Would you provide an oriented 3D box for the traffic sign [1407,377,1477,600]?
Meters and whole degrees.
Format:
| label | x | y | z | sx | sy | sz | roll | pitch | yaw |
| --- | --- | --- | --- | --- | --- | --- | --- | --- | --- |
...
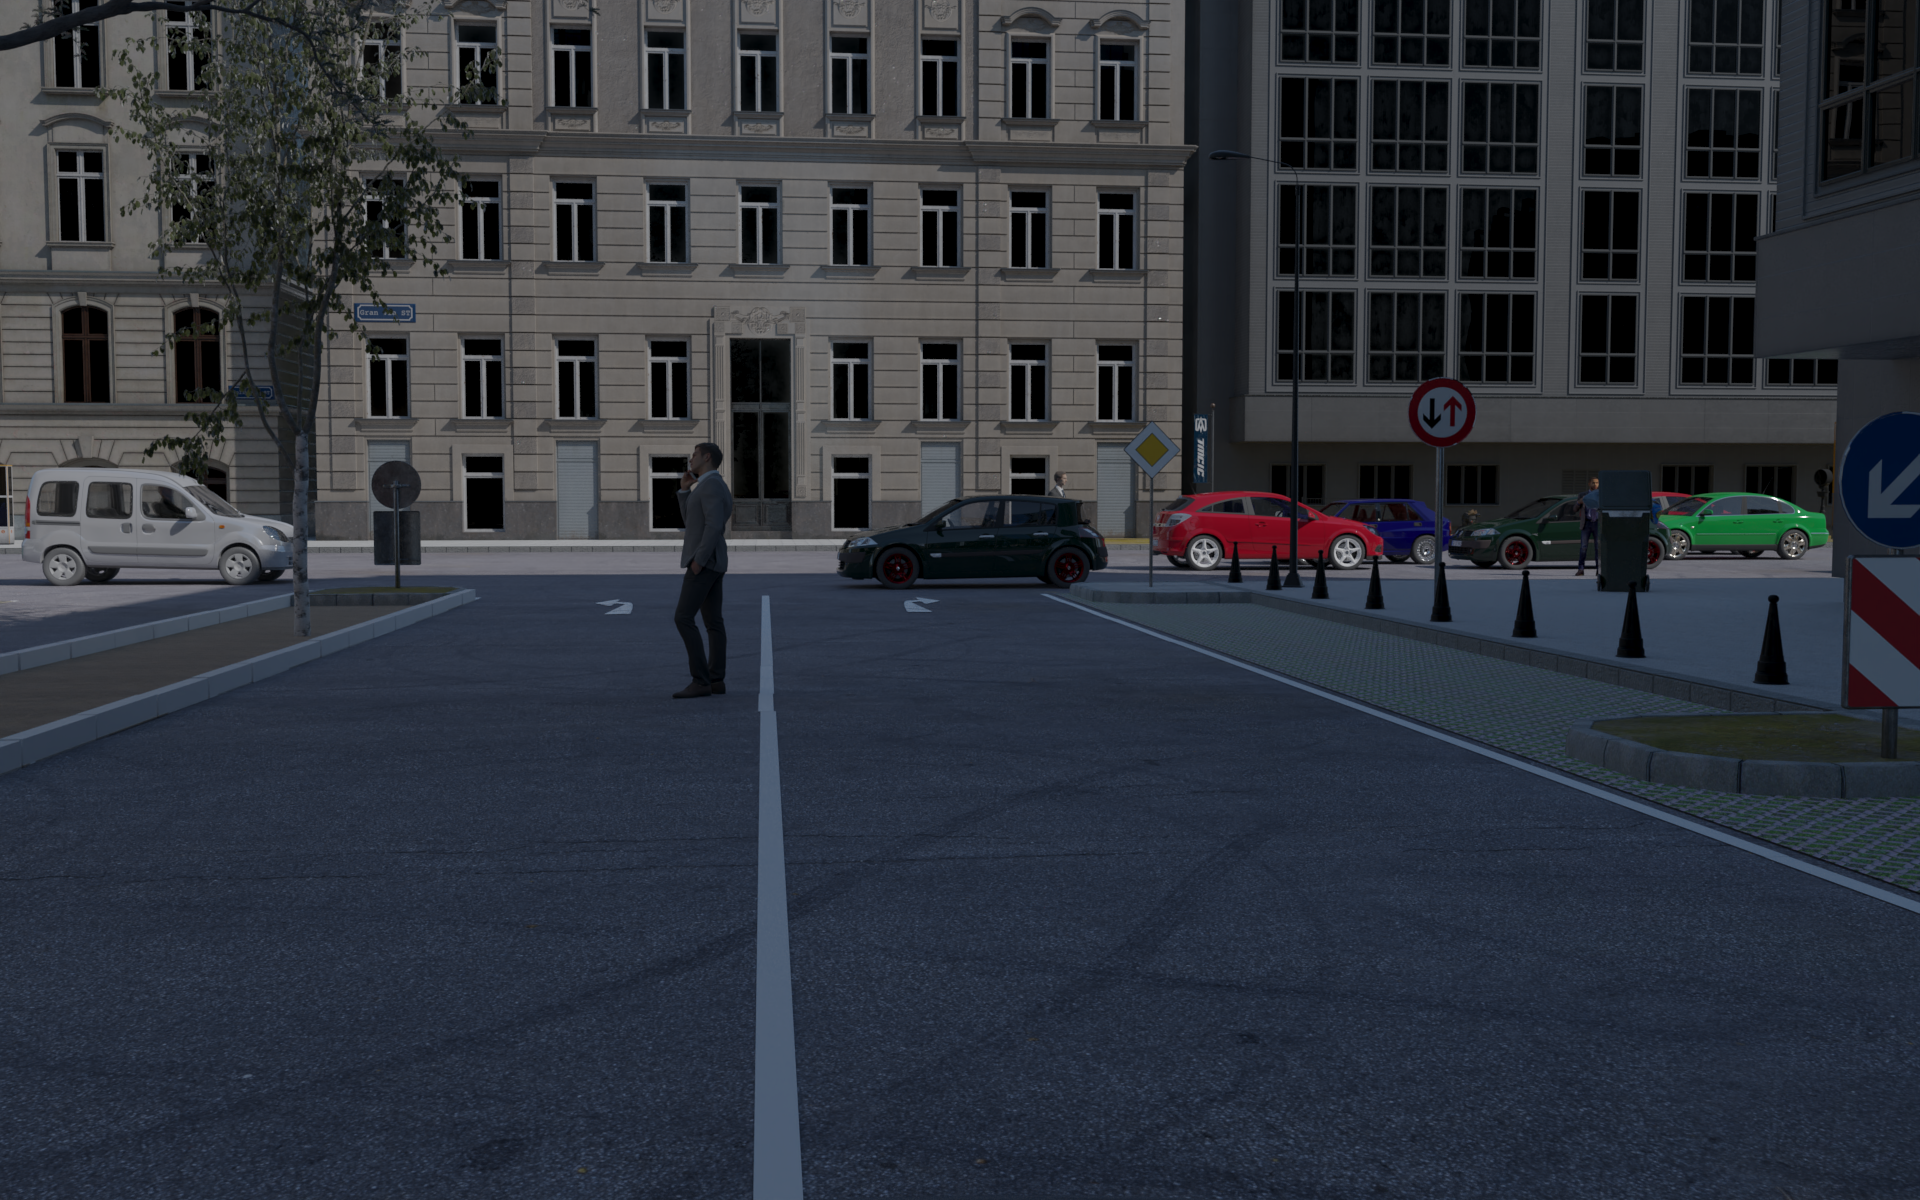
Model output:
| label | x | y | z | sx | sy | sz | roll | pitch | yaw |
| --- | --- | --- | --- | --- | --- | --- | --- | --- | --- |
| traffic sign | 5.244 | -1.152 | 18.942 | 0.768 | 2.556 | 0.104 | 0 | 4 | -3 |

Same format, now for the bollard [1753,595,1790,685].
| label | x | y | z | sx | sy | sz | roll | pitch | yaw |
| --- | --- | --- | --- | --- | --- | --- | --- | --- | --- |
| bollard | 5.498 | 0.264 | 11.720 | 0.229 | 0.601 | 0.229 | 0 | 3 | 0 |

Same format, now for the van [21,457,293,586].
| label | x | y | z | sx | sy | sz | roll | pitch | yaw |
| --- | --- | --- | --- | --- | --- | --- | --- | --- | --- |
| van | -12.686 | -1.271 | 27.792 | 4.112 | 2.044 | 2.013 | 0 | 4 | -6 |

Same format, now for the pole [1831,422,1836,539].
| label | x | y | z | sx | sy | sz | roll | pitch | yaw |
| --- | --- | --- | --- | --- | --- | --- | --- | --- | --- |
| pole | 24.793 | -3.373 | 48.987 | 0.158 | 3.312 | 0.155 | 0 | 3 | 0 |

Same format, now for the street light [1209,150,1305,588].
| label | x | y | z | sx | sy | sz | roll | pitch | yaw |
| --- | --- | --- | --- | --- | --- | --- | --- | --- | --- |
| street light | 4.055 | -3.125 | 23.642 | 1.470 | 5.913 | 1.316 | 0 | 4 | -6 |

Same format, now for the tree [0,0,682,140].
| label | x | y | z | sx | sy | sz | roll | pitch | yaw |
| --- | --- | --- | --- | --- | --- | --- | --- | --- | --- |
| tree | -5.782 | -5.839 | 8.292 | 12.009 | 13.543 | 11.850 | 0 | 3 | 0 |

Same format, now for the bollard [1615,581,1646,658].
| label | x | y | z | sx | sy | sz | roll | pitch | yaw |
| --- | --- | --- | --- | --- | --- | --- | --- | --- | --- |
| bollard | 5.282 | 0.148 | 13.620 | 0.229 | 0.601 | 0.229 | 0 | 3 | 0 |

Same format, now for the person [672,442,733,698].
| label | x | y | z | sx | sy | sz | roll | pitch | yaw |
| --- | --- | --- | --- | --- | --- | --- | --- | --- | --- |
| person | -1.846 | -0.224 | 12.348 | 0.473 | 1.802 | 0.592 | 1 | 4 | 12 |

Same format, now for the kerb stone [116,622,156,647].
| label | x | y | z | sx | sy | sz | roll | pitch | yaw |
| --- | --- | --- | --- | --- | --- | --- | --- | --- | --- |
| kerb stone | -7.932 | 0.347 | 16.514 | 0.120 | 0.150 | 1.000 | 0 | 4 | -6 |

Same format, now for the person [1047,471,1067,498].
| label | x | y | z | sx | sy | sz | roll | pitch | yaw |
| --- | --- | --- | --- | --- | --- | --- | --- | --- | --- |
| person | 1.821 | -1.410 | 31.338 | 0.755 | 1.850 | 0.659 | 2 | 4 | 25 |

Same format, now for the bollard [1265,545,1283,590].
| label | x | y | z | sx | sy | sz | roll | pitch | yaw |
| --- | --- | --- | --- | --- | --- | --- | --- | --- | --- |
| bollard | 4.200 | -0.434 | 23.145 | 0.229 | 0.601 | 0.229 | 0 | 3 | 0 |

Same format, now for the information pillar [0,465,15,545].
| label | x | y | z | sx | sy | sz | roll | pitch | yaw |
| --- | --- | --- | --- | --- | --- | --- | --- | --- | --- |
| information pillar | -24.164 | -2.405 | 43.807 | 0.304 | 2.012 | 0.304 | 0 | 4 | -7 |

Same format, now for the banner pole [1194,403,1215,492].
| label | x | y | z | sx | sy | sz | roll | pitch | yaw |
| --- | --- | --- | --- | --- | --- | --- | --- | --- | --- |
| banner pole | 6.762 | -3.530 | 47.735 | 0.863 | 3.779 | 0.401 | -2 | 4 | -28 |

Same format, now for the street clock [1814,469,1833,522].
| label | x | y | z | sx | sy | sz | roll | pitch | yaw |
| --- | --- | --- | --- | --- | --- | --- | --- | --- | --- |
| street clock | 25.127 | -2.806 | 50.451 | 0.358 | 2.002 | 0.471 | -1 | 4 | -22 |

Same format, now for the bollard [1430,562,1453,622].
| label | x | y | z | sx | sy | sz | roll | pitch | yaw |
| --- | --- | --- | --- | --- | --- | --- | --- | --- | --- |
| bollard | 4.848 | -0.085 | 17.429 | 0.229 | 0.601 | 0.229 | 0 | 3 | 0 |

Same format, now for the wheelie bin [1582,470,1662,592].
| label | x | y | z | sx | sy | sz | roll | pitch | yaw |
| --- | --- | --- | --- | --- | --- | --- | --- | --- | --- |
| wheelie bin | 8.730 | -0.916 | 22.883 | 0.980 | 1.594 | 0.693 | 1 | 4 | 16 |

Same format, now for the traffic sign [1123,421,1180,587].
| label | x | y | z | sx | sy | sz | roll | pitch | yaw |
| --- | --- | --- | --- | --- | --- | --- | --- | --- | --- |
| traffic sign | 2.630 | -1.235 | 23.829 | 0.795 | 2.450 | 0.064 | 0 | 4 | -6 |

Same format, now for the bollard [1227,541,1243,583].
| label | x | y | z | sx | sy | sz | roll | pitch | yaw |
| --- | --- | --- | --- | --- | --- | --- | --- | --- | --- |
| bollard | 3.986 | -0.552 | 25.064 | 0.229 | 0.601 | 0.229 | 0 | 3 | 0 |

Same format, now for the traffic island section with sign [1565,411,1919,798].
| label | x | y | z | sx | sy | sz | roll | pitch | yaw |
| --- | --- | --- | --- | --- | --- | --- | --- | --- | --- |
| traffic island section with sign | 4.335 | -0.027 | 9.074 | 1.989 | 1.847 | 2.006 | 0 | 4 | -6 |

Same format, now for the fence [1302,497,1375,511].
| label | x | y | z | sx | sy | sz | roll | pitch | yaw |
| --- | --- | --- | --- | --- | --- | --- | --- | --- | --- |
| fence | 10.621 | -2.294 | 48.704 | 2.264 | 1.192 | 0.480 | 2 | 4 | 31 |

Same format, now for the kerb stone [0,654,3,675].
| label | x | y | z | sx | sy | sz | roll | pitch | yaw |
| --- | --- | --- | --- | --- | --- | --- | --- | --- | --- |
| kerb stone | -7.588 | 0.535 | 13.441 | 0.120 | 0.150 | 1.000 | 0 | 4 | -6 |

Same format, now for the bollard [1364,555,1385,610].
| label | x | y | z | sx | sy | sz | roll | pitch | yaw |
| --- | --- | --- | --- | --- | --- | --- | --- | --- | --- |
| bollard | 4.636 | -0.201 | 19.333 | 0.229 | 0.601 | 0.229 | 0 | 3 | 0 |

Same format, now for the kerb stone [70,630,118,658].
| label | x | y | z | sx | sy | sz | roll | pitch | yaw |
| --- | --- | --- | --- | --- | --- | --- | --- | --- | --- |
| kerb stone | -7.810 | 0.410 | 15.493 | 0.120 | 0.150 | 1.000 | 0 | 4 | -6 |

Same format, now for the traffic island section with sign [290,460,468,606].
| label | x | y | z | sx | sy | sz | roll | pitch | yaw |
| --- | --- | --- | --- | --- | --- | --- | --- | --- | --- |
| traffic island section with sign | -7.607 | -0.908 | 22.990 | 2.006 | 1.907 | 1.989 | 0 | 4 | -6 |

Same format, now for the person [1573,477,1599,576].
| label | x | y | z | sx | sy | sz | roll | pitch | yaw |
| --- | --- | --- | --- | --- | --- | --- | --- | --- | --- |
| person | 11.026 | -1.275 | 30.176 | 0.655 | 1.722 | 0.431 | 1 | 4 | 14 |

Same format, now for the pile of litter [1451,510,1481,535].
| label | x | y | z | sx | sy | sz | roll | pitch | yaw |
| --- | --- | --- | --- | --- | --- | --- | --- | --- | --- |
| pile of litter | 13.949 | -2.080 | 47.970 | 1.176 | 0.858 | 1.719 | -1 | 4 | -10 |

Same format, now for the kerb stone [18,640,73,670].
| label | x | y | z | sx | sy | sz | roll | pitch | yaw |
| --- | --- | --- | --- | --- | --- | --- | --- | --- | --- |
| kerb stone | -7.695 | 0.473 | 14.464 | 0.120 | 0.150 | 1.000 | 0 | 4 | -6 |

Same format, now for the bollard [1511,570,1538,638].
| label | x | y | z | sx | sy | sz | roll | pitch | yaw |
| --- | --- | --- | --- | --- | --- | --- | --- | --- | --- |
| bollard | 5.067 | 0.031 | 15.527 | 0.229 | 0.601 | 0.229 | 0 | 3 | 0 |

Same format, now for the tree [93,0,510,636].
| label | x | y | z | sx | sy | sz | roll | pitch | yaw |
| --- | --- | --- | --- | --- | --- | --- | --- | --- | --- |
| tree | -6.644 | -3.947 | 17.359 | 4.360 | 8.622 | 3.978 | 0 | 3 | 0 |

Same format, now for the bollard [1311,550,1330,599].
| label | x | y | z | sx | sy | sz | roll | pitch | yaw |
| --- | --- | --- | --- | --- | --- | --- | --- | --- | --- |
| bollard | 4.421 | -0.318 | 21.234 | 0.229 | 0.601 | 0.229 | 0 | 3 | 0 |
